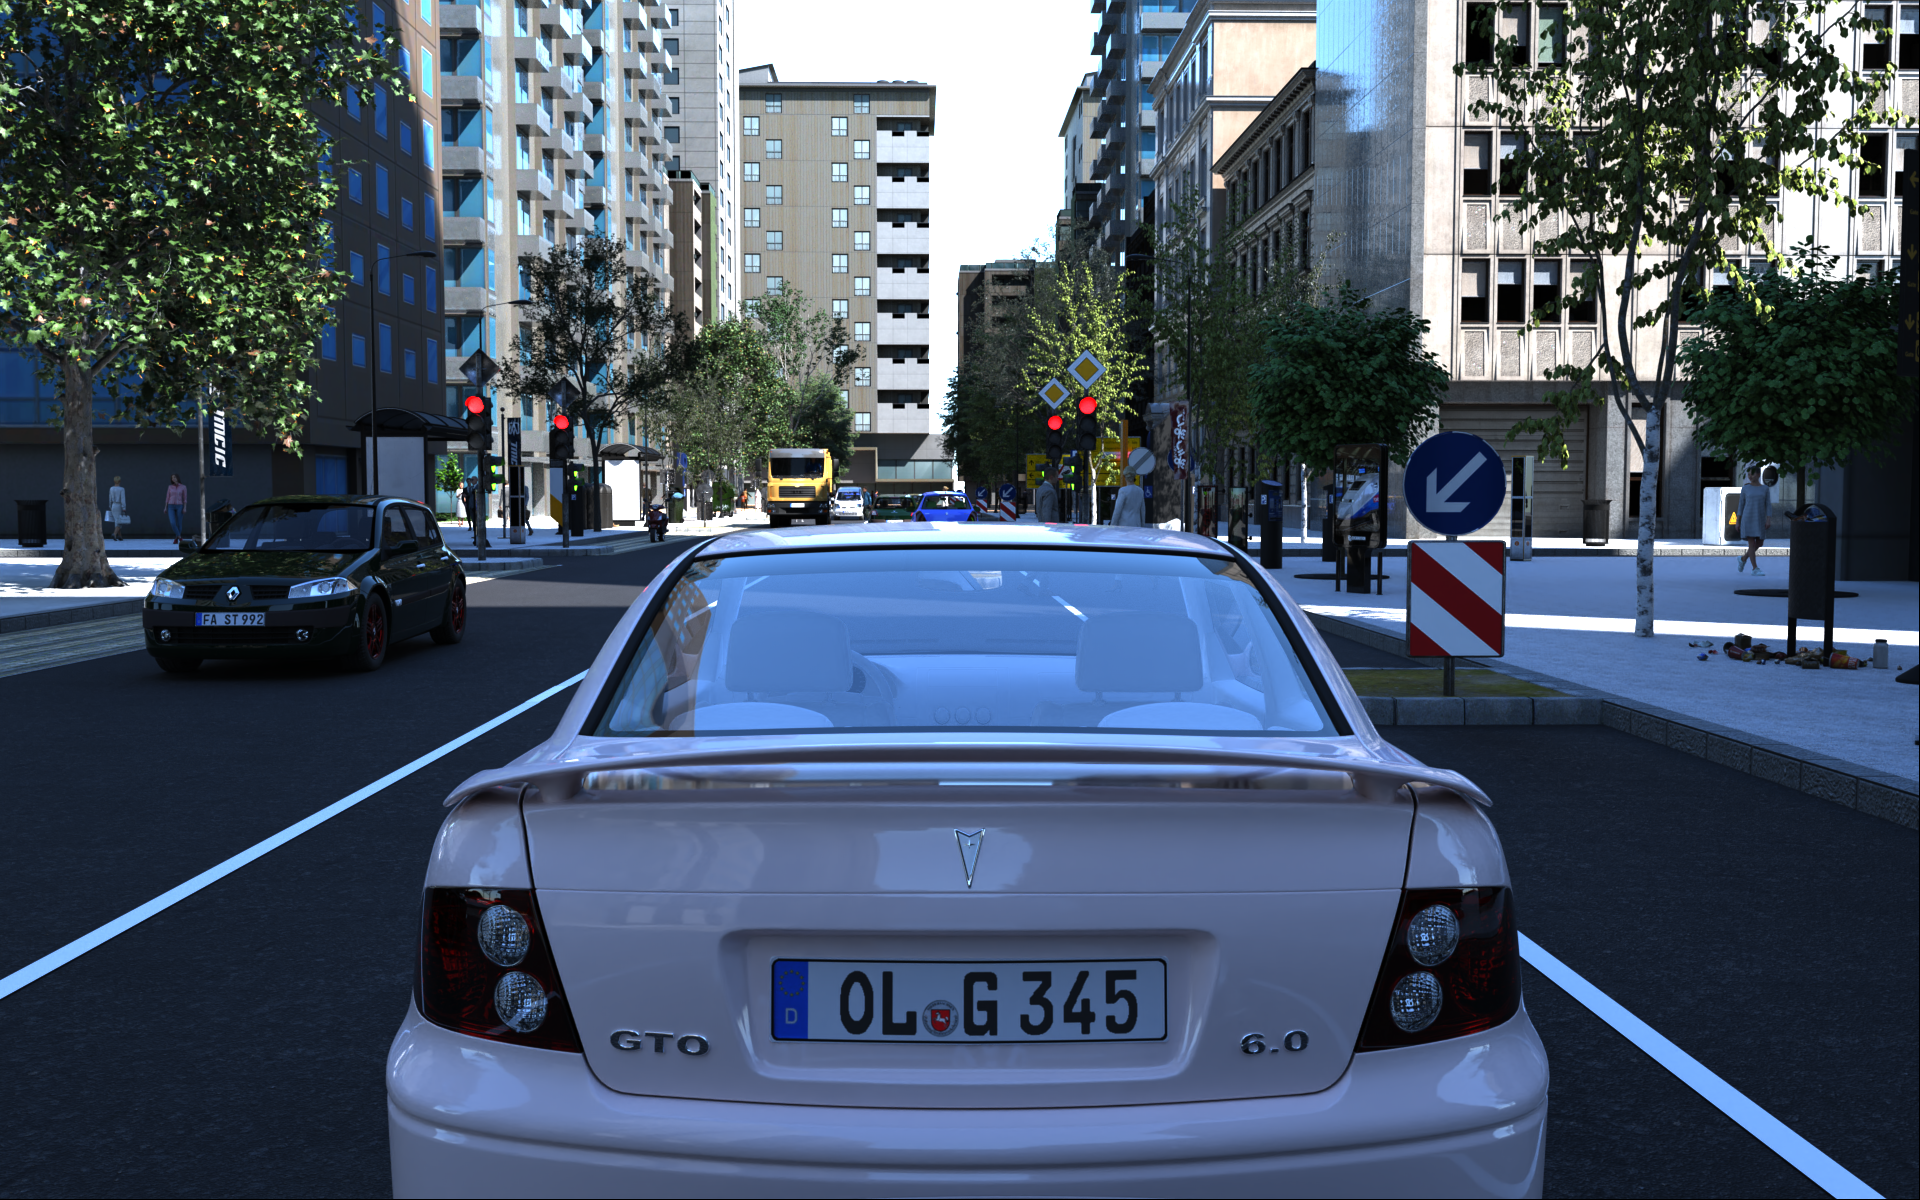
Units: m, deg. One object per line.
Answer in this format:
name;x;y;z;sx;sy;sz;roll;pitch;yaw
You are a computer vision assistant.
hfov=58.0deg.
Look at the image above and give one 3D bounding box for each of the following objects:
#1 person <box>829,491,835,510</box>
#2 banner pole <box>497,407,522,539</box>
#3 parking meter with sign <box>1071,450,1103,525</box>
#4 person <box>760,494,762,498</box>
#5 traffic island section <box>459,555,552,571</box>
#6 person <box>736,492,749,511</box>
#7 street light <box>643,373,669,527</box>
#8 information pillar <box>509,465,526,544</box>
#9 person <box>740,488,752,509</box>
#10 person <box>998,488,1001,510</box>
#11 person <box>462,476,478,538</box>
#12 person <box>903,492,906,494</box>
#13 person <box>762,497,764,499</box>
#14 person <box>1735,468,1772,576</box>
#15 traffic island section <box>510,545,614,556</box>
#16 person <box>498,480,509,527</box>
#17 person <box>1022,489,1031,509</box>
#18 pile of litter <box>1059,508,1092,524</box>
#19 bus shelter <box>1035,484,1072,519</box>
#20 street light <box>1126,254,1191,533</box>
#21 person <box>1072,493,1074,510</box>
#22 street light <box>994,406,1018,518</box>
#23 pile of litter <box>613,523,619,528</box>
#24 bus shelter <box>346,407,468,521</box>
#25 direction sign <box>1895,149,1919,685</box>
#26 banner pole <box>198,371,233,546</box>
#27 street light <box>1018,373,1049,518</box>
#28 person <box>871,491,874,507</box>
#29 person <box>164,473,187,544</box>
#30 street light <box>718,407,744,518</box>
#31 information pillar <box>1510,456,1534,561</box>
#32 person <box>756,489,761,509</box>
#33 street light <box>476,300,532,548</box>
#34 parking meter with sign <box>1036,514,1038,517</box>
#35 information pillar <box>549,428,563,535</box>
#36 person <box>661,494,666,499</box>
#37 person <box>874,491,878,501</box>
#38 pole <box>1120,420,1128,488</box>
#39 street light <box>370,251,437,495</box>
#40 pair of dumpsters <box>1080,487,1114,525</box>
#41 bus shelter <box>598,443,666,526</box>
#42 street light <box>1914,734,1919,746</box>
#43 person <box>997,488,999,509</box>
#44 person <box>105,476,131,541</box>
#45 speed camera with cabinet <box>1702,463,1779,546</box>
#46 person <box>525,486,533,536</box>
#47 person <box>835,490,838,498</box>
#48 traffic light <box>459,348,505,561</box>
person;-10.852;-8.419;146.980;1.217;1.723;0.721;-2;4;-26
banner pole;-12.970;-3.664;49.929;0.863;3.779;0.401;1;4;23
parking meter with sign;5.090;-4.436;68.796;0.543;3.016;1.738;3;4;36
person;-21.504;-11.167;189.554;0.756;1.711;0.436;1;4;17
traffic island section;-9.268;-0.687;33.512;2.009;0.180;2.903;0;4;-1
person;-16.674;-7.566;133.002;1.065;1.426;0.557;1;4;14
street light;-11.503;-5.746;66.488;1.470;5.913;1.316;0;4;-1
information pillar;-11.346;-2.440;44.379;0.304;2.012;0.304;1;4;11
person;-18.463;-8.749;149.187;1.348;1.812;0.705;2;4;29
person;3.340;-8.228;141.086;0.721;1.766;1.217;0;4;6
person;-14.069;-2.683;50.082;0.661;1.801;0.590;2;4;32
person;-4.840;-8.795;153.774;0.593;1.643;0.415;-2;4;-26
person;-19.548;-10.181;172.501;0.705;1.824;1.348;-1;4;-21
person;12.564;-1.266;27.500;0.466;1.731;0.760;-1;4;-12
traffic island section;-9.459;-1.175;41.495;2.009;0.180;2.903;0;4;-1
person;-17.467;-3.727;66.941;0.822;1.834;0.622;3;5;42
person;5.856;-8.871;151.879;0.742;1.727;0.445;-1;4;-20
pile of litter;4.018;-2.668;57.585;1.176;0.858;1.719;0;4;-4
bus shelter;4.869;-5.910;90.553;2.014;3.302;5.546;0;4;-1
street light;3.904;-3.740;33.694;1.470;5.913;1.316;0;4;-1
person;8.960;-8.189;140.660;1.217;1.736;0.721;1;4;18
street light;2.499;-7.280;91.575;1.470;5.913;1.316;0;4;-1
pile of litter;-13.882;-3.236;66.878;1.176;0.858;1.719;-3;4;-38
bus shelter;-13.340;-3.008;43.107;2.014;3.302;5.546;0;4;-2
direction sign;6.578;-1.203;11.674;0.876;3.537;0.379;-2;4;-30
banner pole;-13.019;-2.456;30.175;0.863;3.779;0.401;1;4;15
street light;3.105;-5.741;66.408;1.470;5.913;1.316;0;4;-1
person;-9.797;-11.278;192.855;0.705;1.831;1.348;-1;4;-23
person;-20.159;-2.351;44.498;0.555;1.821;0.388;-1;4;-19
street light;-12.172;-7.308;92.034;1.470;5.913;1.316;0;4;-1
information pillar;10.762;-1.755;33.179;0.304;2.012;0.304;-3;5;-41
person;-17.237;-8.604;147.394;0.621;1.740;0.551;0;4;3
street light;-10.912;-4.218;41.503;1.470;5.913;1.316;0;4;-1
parking meter with sign;4.577;-6.006;94.456;0.543;3.016;1.738;-1;4;-17
information pillar;-12.692;-3.873;54.676;0.504;3.616;0.183;0;4;-2
person;-19.878;-6.802;118.073;1.217;1.723;0.721;2;4;25
person;-6.892;-8.122;142.214;0.530;1.710;0.541;0;4;7
pole;4.512;-3.291;47.648;0.158;3.312;0.155;0;3;0
street light;-10.697;-3.711;33.224;1.470;5.913;1.316;0;4;-1
pair of dumpsters;5.475;-3.809;64.764;1.574;2.255;4.437;0;4;-1
bus shelter;-13.485;-4.722;71.131;2.014;3.302;5.546;0;4;-1
street light;4.525;-2.212;8.710;1.470;5.913;1.316;0;4;-1
person;3.330;-9.016;153.550;0.705;1.812;1.348;0;4;4
person;-23.104;-2.509;47.422;0.694;1.780;0.624;2;4;24
speed camera with cabinet;19.529;-2.992;43.250;2.038;3.252;0.660;-2;4;-25
person;-13.530;-2.889;53.397;0.709;1.813;0.853;1;4;21
person;-9.729;-7.737;135.707;0.721;1.736;1.217;-1;4;-9
traffic light;-9.227;-2.719;33.378;0.839;4.253;0.868;0;4;-1
